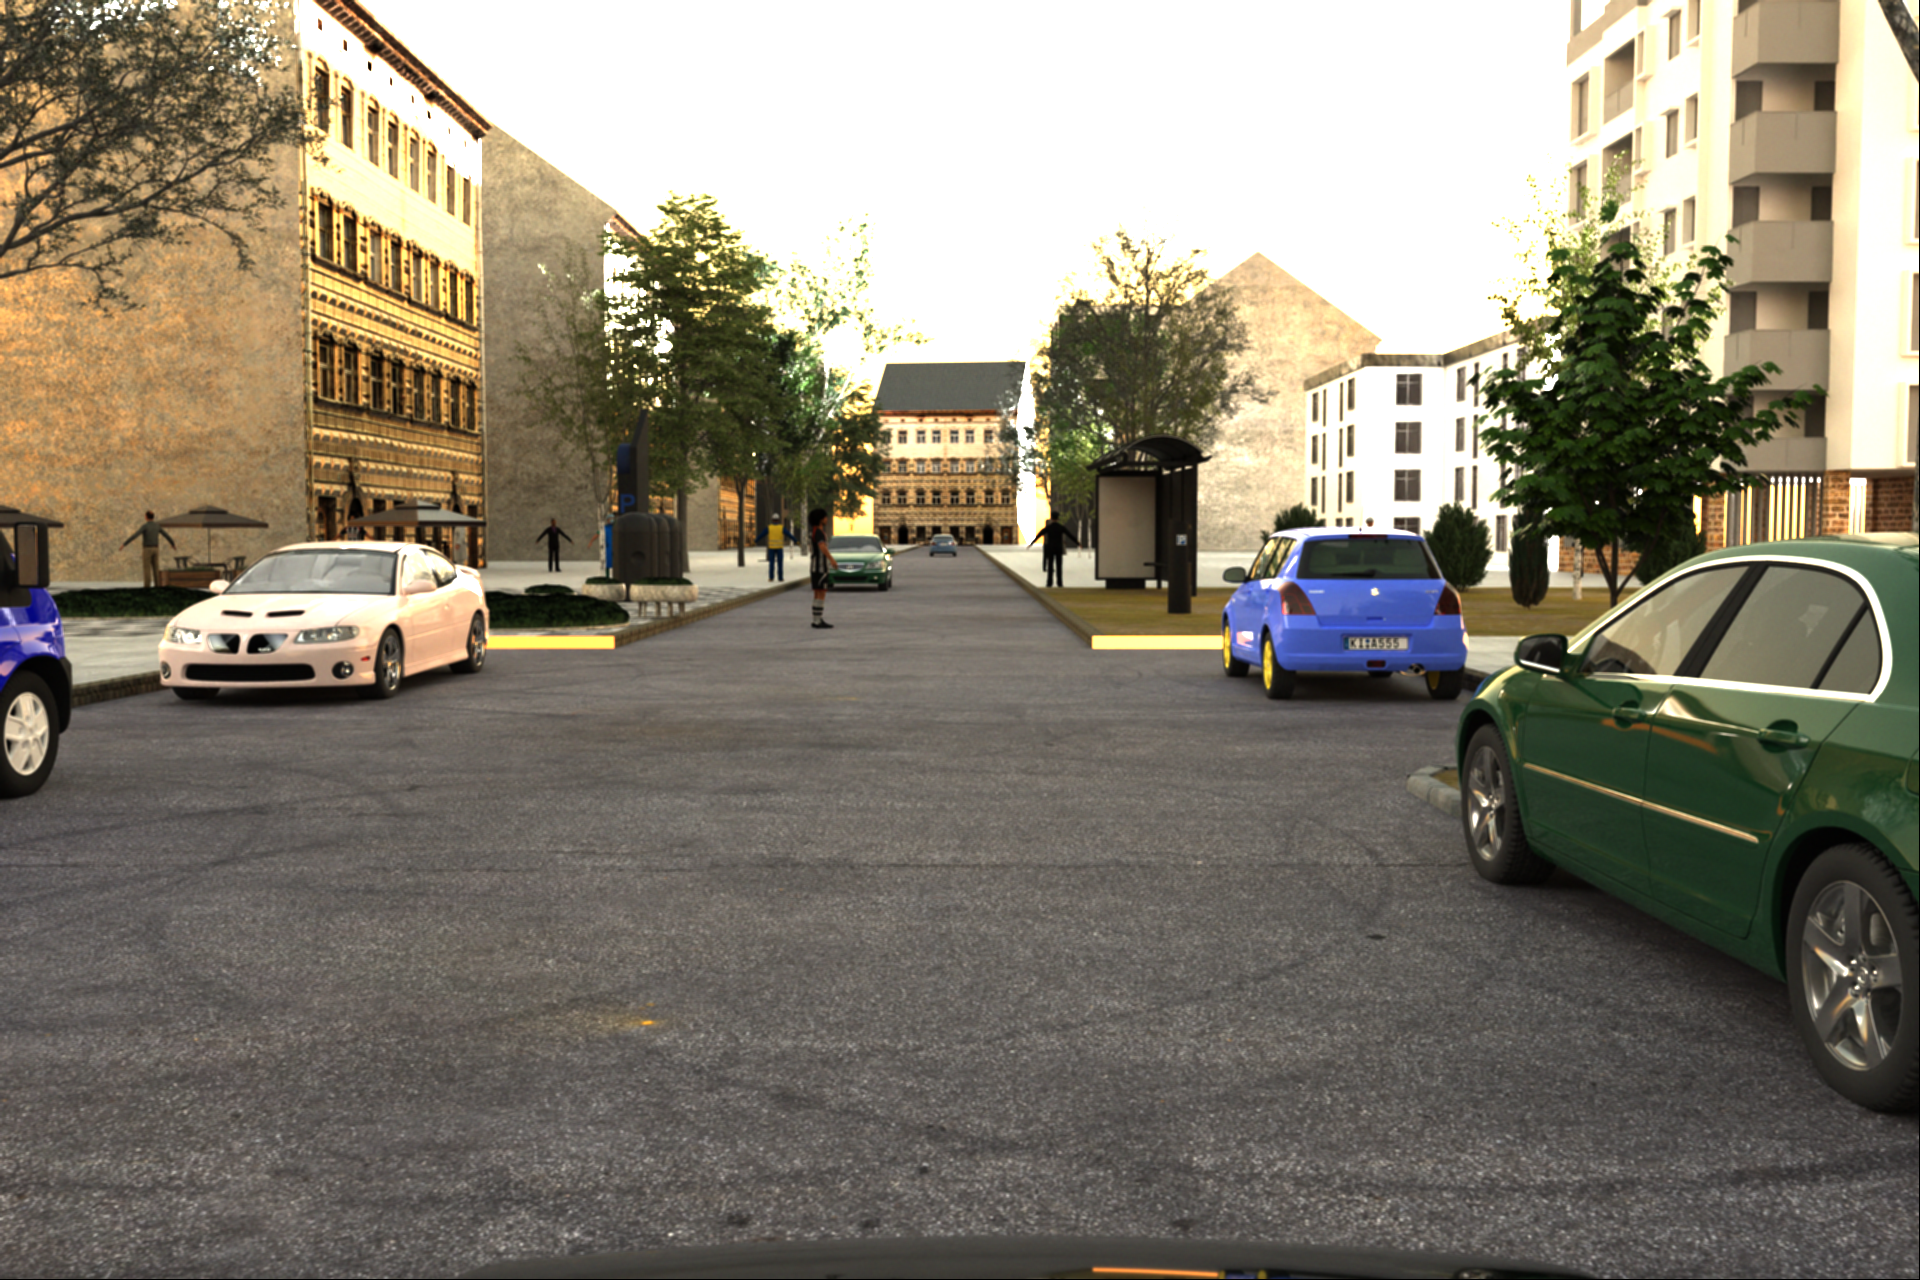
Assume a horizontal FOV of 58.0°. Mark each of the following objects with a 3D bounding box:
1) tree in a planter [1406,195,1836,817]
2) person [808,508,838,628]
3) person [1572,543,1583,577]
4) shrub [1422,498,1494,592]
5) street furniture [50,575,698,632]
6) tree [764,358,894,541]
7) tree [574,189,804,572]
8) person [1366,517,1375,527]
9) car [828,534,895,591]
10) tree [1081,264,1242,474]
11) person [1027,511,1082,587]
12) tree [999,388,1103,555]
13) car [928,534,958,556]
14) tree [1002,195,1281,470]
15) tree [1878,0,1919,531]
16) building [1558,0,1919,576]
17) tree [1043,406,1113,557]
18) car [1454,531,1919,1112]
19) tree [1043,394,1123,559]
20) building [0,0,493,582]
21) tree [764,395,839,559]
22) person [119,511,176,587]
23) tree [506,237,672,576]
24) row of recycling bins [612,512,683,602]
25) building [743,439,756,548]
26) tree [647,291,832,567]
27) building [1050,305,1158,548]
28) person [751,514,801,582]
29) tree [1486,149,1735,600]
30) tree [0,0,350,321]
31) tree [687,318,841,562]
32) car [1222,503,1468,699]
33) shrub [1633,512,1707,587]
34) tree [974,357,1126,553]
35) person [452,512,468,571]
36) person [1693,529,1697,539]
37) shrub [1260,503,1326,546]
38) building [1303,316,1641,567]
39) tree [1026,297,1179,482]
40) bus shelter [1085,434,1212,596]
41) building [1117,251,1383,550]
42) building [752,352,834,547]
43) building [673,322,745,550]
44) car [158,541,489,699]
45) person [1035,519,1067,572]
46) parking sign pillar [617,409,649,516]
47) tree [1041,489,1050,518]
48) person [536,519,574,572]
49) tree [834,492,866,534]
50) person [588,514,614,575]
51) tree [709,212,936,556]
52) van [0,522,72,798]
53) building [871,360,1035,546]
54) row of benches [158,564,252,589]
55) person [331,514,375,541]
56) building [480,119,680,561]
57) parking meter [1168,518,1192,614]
[{"bbox_3d":[3.488,-0.732,9.193,1.991,3.239,1.994,0,4,-1],"label":"tree in a planter"},{"bbox_3d":[-2.119,-1.091,26.437,0.704,1.843,1.345,-1,4,-17],"label":"person"},{"bbox_3d":[18.409,-2.800,51.560,0.705,1.856,1.354,2,4,24],"label":"person"},{"bbox_3d":[10.960,-2.105,38.453,1.661,2.075,1.752,0,3,0],"label":"shrub"},{"bbox_3d":[-8.895,-0.667,26.538,10.072,0.657,5.734,2,4,27],"label":"street furniture"},{"bbox_3d":[-9.398,-13.264,123.524,9.857,13.997,8.962,0,3,0],"label":"tree"},{"bbox_3d":[-9.005,-8.514,57.331,7.486,12.596,7.792,0,3,0],"label":"tree"},{"bbox_3d":[11.949,-2.675,50.194,1.216,1.772,0.721,-3,5,-42],"label":"person"},{"bbox_3d":[-2.726,-2.032,45.026,2.131,1.459,4.920,0,4,0],"label":"car"},{"bbox_3d":[5.997,-5.911,47.011,4.360,8.622,3.978,0,3,0],"label":"tree"},{"bbox_3d":[2.303,-2.209,42.056,1.347,1.837,0.705,0,4,0],"label":"person"},{"bbox_3d":[6.096,-10.515,106.325,7.601,10.594,8.767,1,4,17],"label":"tree"},{"bbox_3d":[-1.090,-6.123,112.116,2.014,1.417,4.499,0,4,0],"label":"car"},{"bbox_3d":[6.401,-9.315,62.669,12.009,13.543,11.850,0,3,0],"label":"tree"},{"bbox_3d":[8.125,-9.847,16.888,12.611,20.169,13.585,0,3,0],"label":"tree"},{"bbox_3d":[25.468,-12.267,56.988,16.016,20.090,11.380,0,3,0],"label":"building"},{"bbox_3d":[6.651,-8.944,96.603,4.737,8.622,4.395,0,3,0],"label":"tree"},{"bbox_3d":[3.104,0.370,5.742,2.131,1.459,4.920,0,4,-1],"label":"car"},{"bbox_3d":[6.600,-8.536,89.932,4.737,8.622,4.395,0,3,0],"label":"tree"},{"bbox_3d":[-26.845,-13.701,54.940,19.493,23.208,18.063,0,4,-1],"label":"building"},{"bbox_3d":[-8.400,-8.463,88.726,4.737,8.622,4.395,0,3,0],"label":"tree"},{"bbox_3d":[-18.180,-1.994,38.872,0.705,1.796,1.348,2,4,33],"label":"person"},{"bbox_3d":[-8.885,-5.688,43.361,4.360,8.622,3.978,0,3,0],"label":"tree"},{"bbox_3d":[-6.099,-1.655,34.165,1.069,1.692,3.534,0,4,1],"label":"row of recycling bins"},{"bbox_3d":[-29.503,-20.277,162.465,19.493,23.208,18.063,0,4,0],"label":"building"},{"bbox_3d":[-8.805,-8.147,67.614,8.767,10.594,7.601,2,4,29],"label":"tree"},{"bbox_3d":[22.666,-19.999,170.960,27.936,21.610,32.646,0,4,0],"label":"building"},{"bbox_3d":[-4.981,-2.501,46.863,1.349,1.833,0.705,0,4,-5],"label":"person"},{"bbox_3d":[12.243,-5.083,33.476,4.737,8.622,4.395,0,3,0],"label":"tree"},{"bbox_3d":[-12.265,-6.676,19.516,12.009,13.543,11.850,0,3,0],"label":"tree"},{"bbox_3d":[-9.031,-9.511,81.253,9.928,11.665,9.643,0,3,0],"label":"tree"},{"bbox_3d":[3.504,-0.412,16.326,1.945,1.707,3.694,0,4,0],"label":"car"},{"bbox_3d":[15.593,-2.057,38.052,1.690,2.028,1.600,0,3,0],"label":"shrub"},{"bbox_3d":[6.315,-12.774,119.219,12.009,13.543,11.850,0,3,0],"label":"tree"},{"bbox_3d":[-11.942,-2.144,41.239,0.705,1.806,1.347,-1,4,-20],"label":"person"},{"bbox_3d":[17.480,-2.168,41.632,0.705,1.806,1.347,0,4,6],"label":"person"},{"bbox_3d":[8.073,-2.291,41.503,1.661,2.075,1.752,0,3,0],"label":"shrub"},{"bbox_3d":[23.226,-8.473,80.687,9.099,9.664,28.070,0,4,0],"label":"building"},{"bbox_3d":[6.778,-9.169,75.665,9.928,11.665,9.643,0,3,0],"label":"tree"},{"bbox_3d":[4.024,-2.693,37.950,2.014,3.302,5.546,0,4,-2],"label":"bus shelter"},{"bbox_3d":[23.154,-19.139,143.846,19.493,23.208,18.063,0,4,0],"label":"building"},{"bbox_3d":[-28.938,-21.313,192.447,27.936,21.610,32.646,0,4,-1],"label":"building"},{"bbox_3d":[-28.259,-19.155,144.114,19.493,23.208,18.063,0,4,-1],"label":"building"},{"bbox_3d":[-5.880,-0.256,16.540,2.083,1.381,4.827,0,4,0],"label":"car"},{"bbox_3d":[3.028,-3.253,59.313,1.348,1.813,0.705,2,4,34],"label":"person"},{"bbox_3d":[-6.931,-2.954,36.775,1.447,3.967,1.447,0,4,1],"label":"parking sign pillar"},{"bbox_3d":[12.607,-16.127,214.040,4.360,8.622,3.978,0,3,0],"label":"tree"},{"bbox_3d":[-13.846,-3.233,59.080,1.346,1.802,0.704,-2,4,-32],"label":"person"},{"bbox_3d":[-13.016,-16.067,213.063,4.360,8.622,3.978,0,3,0],"label":"tree"},{"bbox_3d":[-9.199,-2.421,45.713,1.347,1.817,0.704,-2,4,-33],"label":"person"},{"bbox_3d":[-7.808,-14.994,101.045,12.611,20.169,13.585,0,3,0],"label":"tree"},{"bbox_3d":[-6.008,-0.202,7.684,2.240,2.365,5.245,0,4,0],"label":"van"},{"bbox_3d":[-0.468,-23.610,219.406,18.063,23.208,19.493,1,4,8],"label":"building"},{"bbox_3d":[-14.467,-1.268,36.195,4.104,0.672,1.422,-3,4,-36],"label":"row of benches"},{"bbox_3d":[-16.282,-2.468,46.489,1.345,1.843,0.704,0,4,-7],"label":"person"},{"bbox_3d":[-25.707,-15.854,90.140,19.493,23.208,18.063,0,4,0],"label":"building"},{"bbox_3d":[3.557,-1.200,28.035,0.372,1.533,0.369,0,3,0],"label":"parking meter"}]
